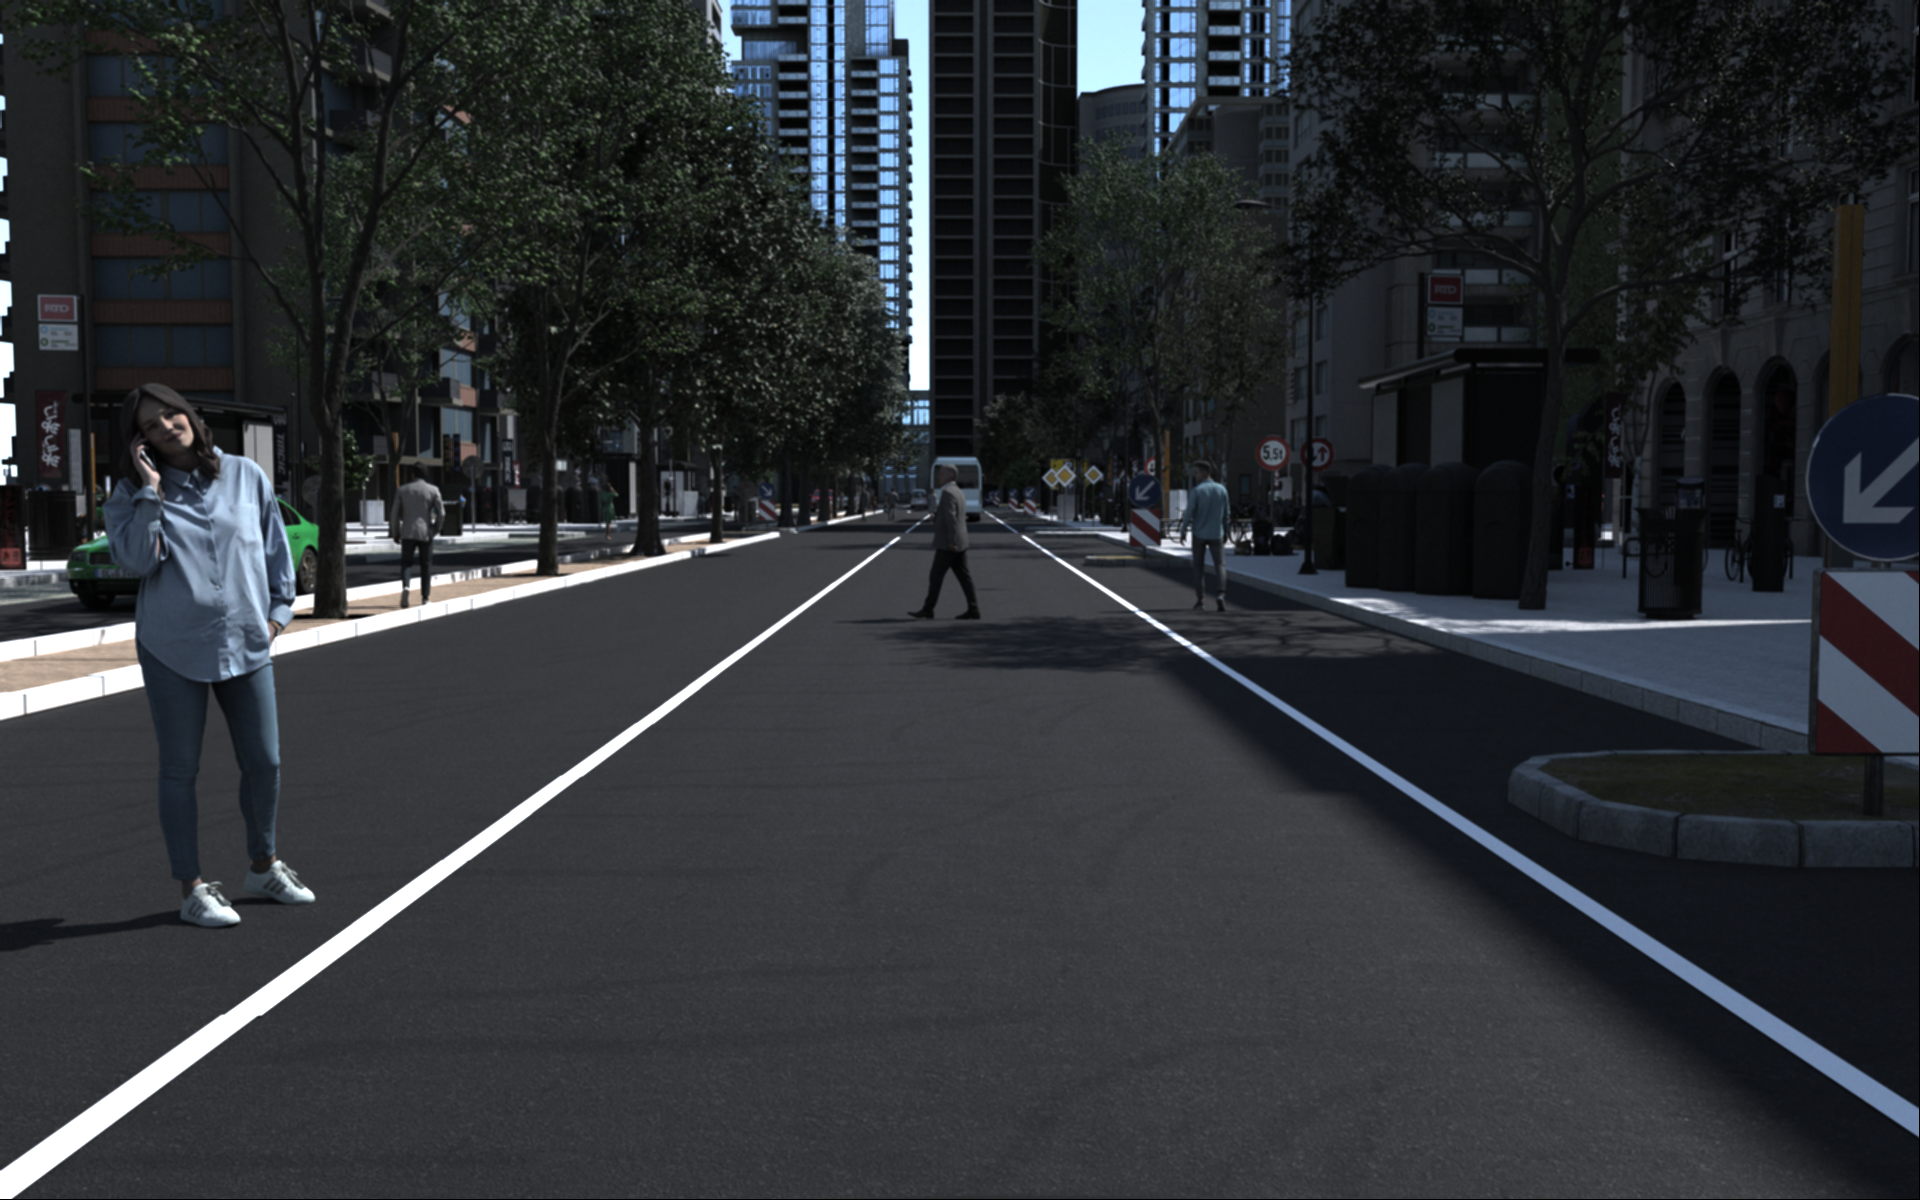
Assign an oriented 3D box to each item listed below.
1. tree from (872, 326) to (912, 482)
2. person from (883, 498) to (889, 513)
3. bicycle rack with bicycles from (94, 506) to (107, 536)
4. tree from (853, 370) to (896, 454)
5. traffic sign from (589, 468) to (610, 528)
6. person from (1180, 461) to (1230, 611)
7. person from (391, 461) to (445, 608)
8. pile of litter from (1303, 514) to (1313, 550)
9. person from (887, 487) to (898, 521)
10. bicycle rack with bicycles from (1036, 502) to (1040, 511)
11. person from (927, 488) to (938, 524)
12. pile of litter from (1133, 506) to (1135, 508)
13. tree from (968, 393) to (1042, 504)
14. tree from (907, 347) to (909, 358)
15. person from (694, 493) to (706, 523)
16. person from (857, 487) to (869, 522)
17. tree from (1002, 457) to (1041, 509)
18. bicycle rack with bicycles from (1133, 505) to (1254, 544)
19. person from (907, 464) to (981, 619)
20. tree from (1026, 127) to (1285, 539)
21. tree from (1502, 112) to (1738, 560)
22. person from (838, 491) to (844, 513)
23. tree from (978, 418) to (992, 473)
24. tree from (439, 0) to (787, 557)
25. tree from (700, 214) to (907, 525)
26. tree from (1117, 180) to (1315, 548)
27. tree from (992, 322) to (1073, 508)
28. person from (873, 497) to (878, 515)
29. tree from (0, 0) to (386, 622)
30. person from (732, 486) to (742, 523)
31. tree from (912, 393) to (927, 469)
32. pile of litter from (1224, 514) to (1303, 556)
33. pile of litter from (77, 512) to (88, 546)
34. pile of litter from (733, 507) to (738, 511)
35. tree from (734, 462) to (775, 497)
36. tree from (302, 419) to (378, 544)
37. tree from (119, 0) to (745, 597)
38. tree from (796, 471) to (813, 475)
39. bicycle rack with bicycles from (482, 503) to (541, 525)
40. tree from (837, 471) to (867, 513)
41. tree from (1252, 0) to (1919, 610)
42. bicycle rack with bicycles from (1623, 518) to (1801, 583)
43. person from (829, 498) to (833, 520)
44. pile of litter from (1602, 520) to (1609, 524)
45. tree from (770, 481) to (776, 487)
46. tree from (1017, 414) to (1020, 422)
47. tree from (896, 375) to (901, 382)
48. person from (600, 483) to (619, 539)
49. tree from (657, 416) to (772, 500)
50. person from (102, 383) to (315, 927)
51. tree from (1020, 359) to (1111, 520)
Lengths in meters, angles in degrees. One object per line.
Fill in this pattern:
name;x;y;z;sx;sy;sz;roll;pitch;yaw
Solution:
tree;-6.992;-9.172;69.425;9.611;12.733;9.660;0;3;0
person;-5.350;-7.047;129.211;0.738;1.151;1.012;2;4;30
bicycle rack with bicycles;-24.834;-2.402;52.648;2.852;0.926;2.925;-2;4;-35
tree;-6.924;-7.422;49.560;9.928;11.665;9.643;0;3;0
traffic sign;-13.625;-3.782;65.470;0.795;2.450;0.064;0;3;0
person;3.035;-0.794;21.348;0.638;1.841;0.748;0;4;-1
person;-6.837;-0.826;21.847;0.661;1.843;0.795;-1;4;-11
pile of litter;8.186;-1.596;40.059;1.719;0.858;1.176;0;4;-7
person;-3.646;-5.206;93.823;0.606;1.804;0.583;0;4;-3
bicycle rack with bicycles;7.073;-7.382;134.073;2.925;0.926;2.852;2;4;25
person;-1.303;-4.565;83.892;0.466;1.731;0.760;-3;5;-42
pile of litter;12.178;-6.830;125.638;1.176;0.858;1.719;2;4;33
tree;6.105;-18.739;213.044;9.857;13.997;8.962;0;3;0
tree;-7.063;-11.018;89.260;9.857;13.997;8.962;0;3;0
person;-12.969;-4.608;86.435;0.523;1.515;0.503;3;4;36
person;-4.948;-4.874;88.295;0.694;1.812;0.767;3;5;41
tree;5.621;-10.275;151.715;4.285;4.588;4.351;0;3;0
bicycle rack with bicycles;6.618;-1.947;45.209;2.925;0.926;2.852;-3;4;-37
person;-0.181;-0.668;19.818;0.834;1.777;0.661;0;4;5
tree;5.631;-7.570;49.527;9.928;11.665;9.643;0;3;0
tree;12.995;-5.086;33.521;4.737;8.622;4.395;0;3;0
person;-8.992;-7.440;130.481;0.374;1.781;0.599;-2;4;-34
tree;6.461;-12.051;131.446;8.767;10.594;7.601;1;4;20
tree;-7.178;-7.352;39.676;9.611;12.733;9.660;0;3;0
tree;-7.201;-10.410;79.322;9.857;13.997;8.962;0;3;0
tree;6.362;-5.577;41.548;4.360;8.622;3.978;0;3;0
tree;6.174;-8.550;74.209;8.767;10.594;7.601;0;4;-4
person;-5.915;-6.597;121.027;0.373;1.253;0.362;0;4;7
tree;-7.115;-5.577;19.401;9.928;11.665;9.643;0;3;0
person;-11.122;-4.811;86.963;0.655;1.846;0.447;-1;4;-17
tree;-6.914;-11.623;109.498;9.611;12.733;9.660;0;3;0
pile of litter;6.259;-1.373;36.407;1.719;0.858;1.176;1;4;12
pile of litter;-21.484;-1.700;41.767;1.176;0.858;1.719;-2;4;-29
pile of litter;-17.266;-7.346;134.076;1.719;0.858;1.176;-1;4;-22
tree;-16.723;-9.632;141.199;4.285;4.588;4.351;0;3;0
tree;-15.820;-3.070;44.793;1.663;3.219;1.824;0;3;0
tree;-7.057;-6.203;29.635;9.928;11.665;9.643;0;3;0
tree;-16.213;-15.184;182.664;8.767;10.594;7.601;1;4;9
bicycle rack with bicycles;-18.367;-3.614;72.470;2.925;0.926;2.852;-1;4;-10
tree;-7.338;-10.398;122.826;4.360;8.622;3.978;0;3;0
tree;6.661;-5.161;18.791;7.601;10.594;8.767;2;4;31
bicycle rack with bicycles;11.559;-0.789;26.284;2.925;0.926;2.852;-3;5;-42
person;-7.195;-4.979;94.926;0.505;1.210;0.382;1;4;13
pile of litter;27.335;-3.718;74.754;1.176;0.858;1.719;0;4;2
tree;-16.996;-9.526;150.349;1.663;3.219;1.824;0;3;0
tree;5.773;-9.278;102.052;4.360;8.622;3.978;0;3;0
tree;-7.168;-10.487;99.680;9.928;11.665;9.643;0;3;0
person;-11.157;-2.820;54.851;0.600;1.795;0.529;0;4;6
tree;-16.035;-10.821;111.333;7.601;10.594;8.767;1;4;9
person;-2.515;0.180;5.821;0.793;1.790;0.793;1;4;20
tree;5.905;-8.218;84.724;4.360;8.622;3.978;0;3;0
